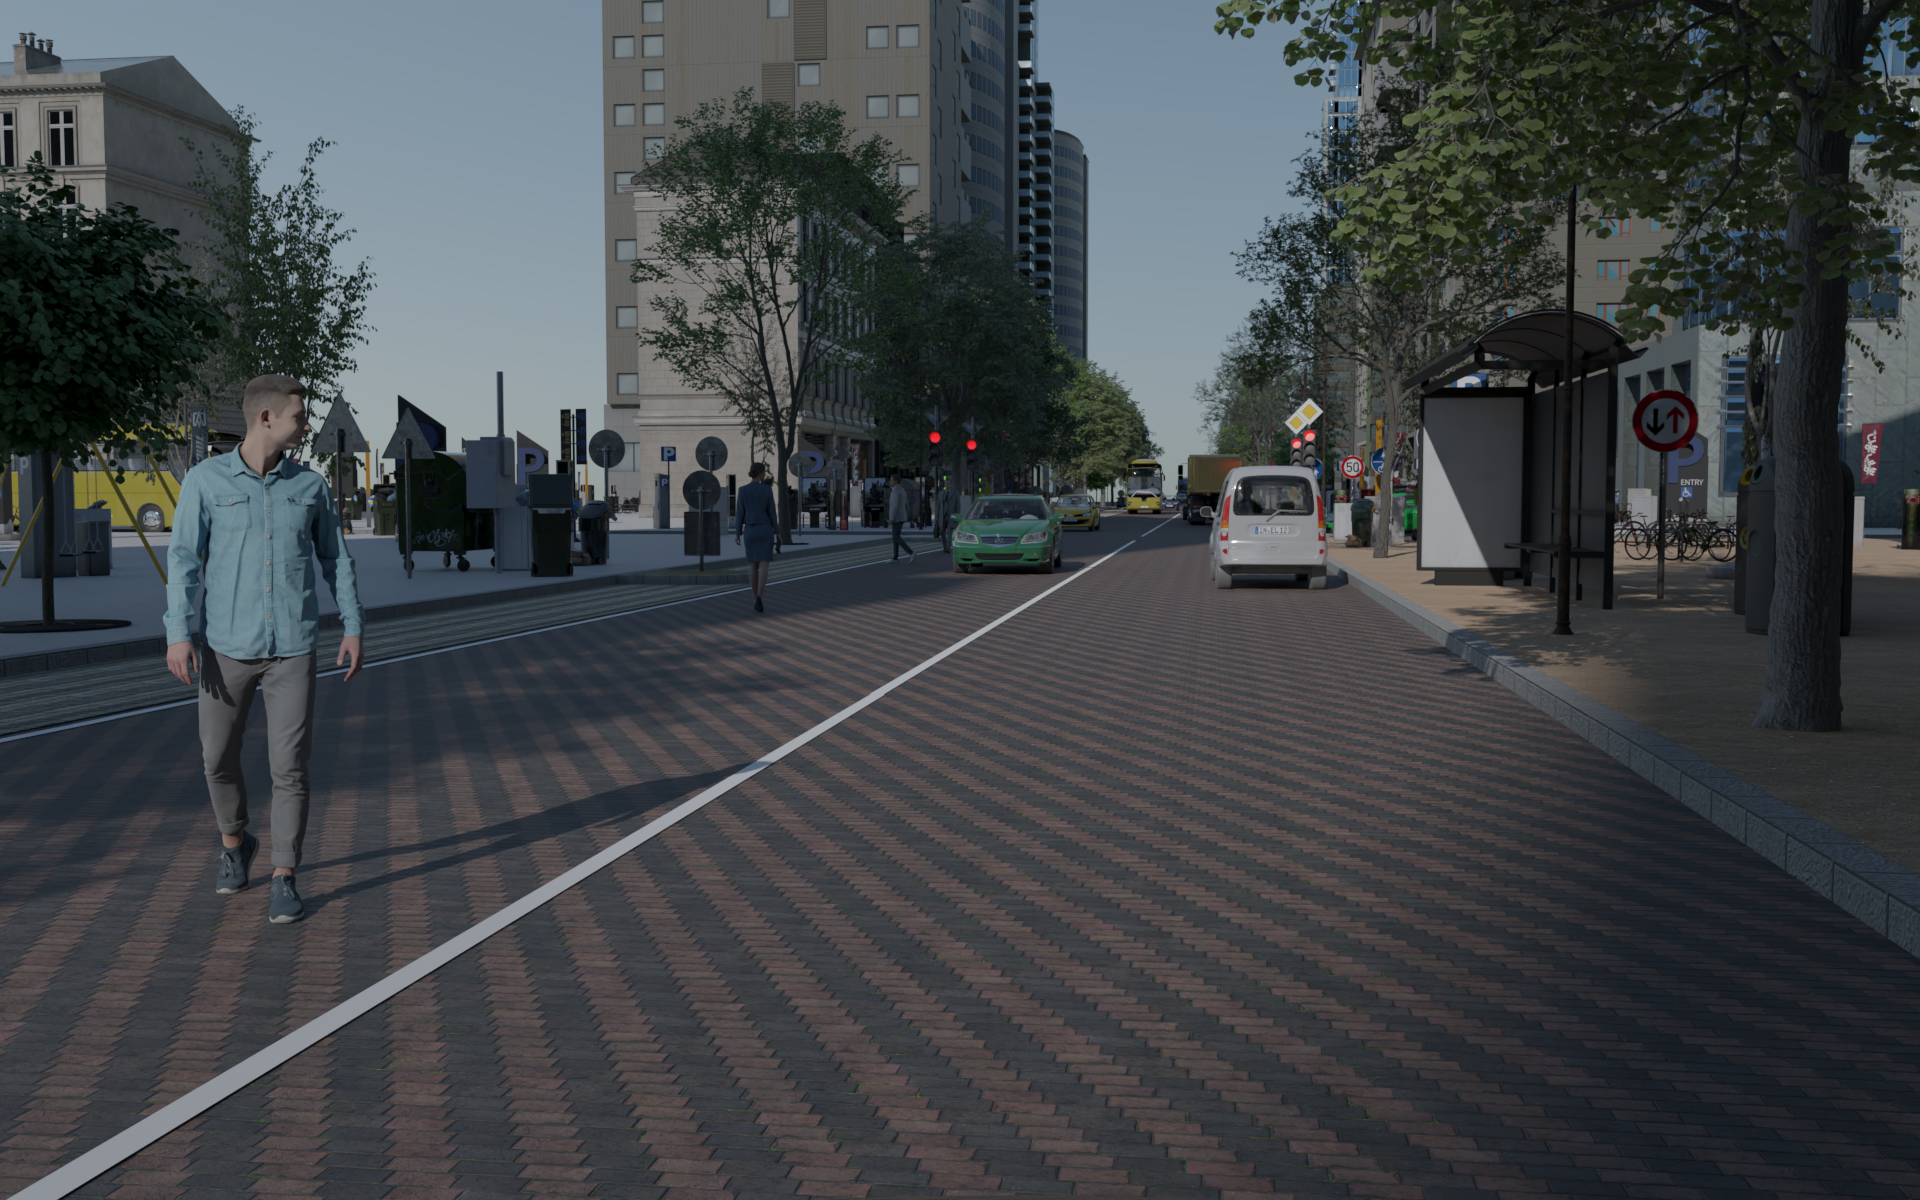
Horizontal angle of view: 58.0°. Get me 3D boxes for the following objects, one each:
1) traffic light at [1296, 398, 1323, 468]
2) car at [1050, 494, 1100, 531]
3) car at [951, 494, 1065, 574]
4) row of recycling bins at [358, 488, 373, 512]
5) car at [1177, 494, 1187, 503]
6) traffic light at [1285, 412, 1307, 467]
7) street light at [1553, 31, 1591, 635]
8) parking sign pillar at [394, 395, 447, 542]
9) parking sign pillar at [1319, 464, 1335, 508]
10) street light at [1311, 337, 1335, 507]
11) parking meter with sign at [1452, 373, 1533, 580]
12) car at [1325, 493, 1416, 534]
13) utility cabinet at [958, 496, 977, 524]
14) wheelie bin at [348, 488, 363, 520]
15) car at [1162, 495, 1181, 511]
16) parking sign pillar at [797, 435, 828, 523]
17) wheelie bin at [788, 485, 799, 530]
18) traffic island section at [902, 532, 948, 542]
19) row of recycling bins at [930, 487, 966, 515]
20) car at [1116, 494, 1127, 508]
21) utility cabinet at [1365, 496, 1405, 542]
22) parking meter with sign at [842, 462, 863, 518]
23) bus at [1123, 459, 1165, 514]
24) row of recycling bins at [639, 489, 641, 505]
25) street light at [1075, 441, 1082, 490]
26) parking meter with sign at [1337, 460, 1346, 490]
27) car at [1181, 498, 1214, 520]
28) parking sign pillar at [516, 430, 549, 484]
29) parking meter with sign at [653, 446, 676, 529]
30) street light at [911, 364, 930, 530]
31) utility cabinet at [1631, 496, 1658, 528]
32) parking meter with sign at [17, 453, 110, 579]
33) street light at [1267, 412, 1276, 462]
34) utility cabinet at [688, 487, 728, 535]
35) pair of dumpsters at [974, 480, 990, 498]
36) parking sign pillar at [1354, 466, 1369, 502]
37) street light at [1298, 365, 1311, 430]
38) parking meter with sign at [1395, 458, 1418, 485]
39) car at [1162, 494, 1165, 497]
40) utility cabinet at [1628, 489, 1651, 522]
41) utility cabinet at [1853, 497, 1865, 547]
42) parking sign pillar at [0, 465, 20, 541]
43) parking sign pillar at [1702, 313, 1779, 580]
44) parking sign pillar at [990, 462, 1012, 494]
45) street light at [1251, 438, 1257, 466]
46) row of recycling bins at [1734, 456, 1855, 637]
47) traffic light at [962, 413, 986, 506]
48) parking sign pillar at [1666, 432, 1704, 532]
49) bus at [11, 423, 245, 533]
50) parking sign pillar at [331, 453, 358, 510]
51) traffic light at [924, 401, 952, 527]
[{"bbox_3d":[10.209,-3.785,50.811,0.839,4.253,0.868,1,4,8],"label":"traffic light"},{"bbox_3d":[4.504,-3.513,67.661,2.015,1.641,3.980,1,4,10],"label":"car"},{"bbox_3d":[0.951,-1.281,32.737,2.131,1.459,4.920,0,4,6],"label":"car"},{"bbox_3d":[-44.266,-7.273,126.024,1.069,1.692,3.534,3,5,43],"label":"row of recycling bins"},{"bbox_3d":[33.567,-15.391,261.870,2.015,1.641,3.980,1,4,9],"label":"car"},{"bbox_3d":[11.363,-4.269,58.713,0.839,4.253,0.868,1,4,8],"label":"traffic light"},{"bbox_3d":[5.517,-2.623,15.668,0.468,5.910,1.993,1,4,8],"label":"street light"},{"bbox_3d":[-14.602,-3.576,46.933,1.447,3.967,1.447,0,4,4],"label":"parking sign pillar"},{"bbox_3d":[19.210,-6.331,91.979,1.447,3.967,1.447,0,4,3],"label":"parking sign pillar"},{"bbox_3d":[10.599,-4.746,50.387,0.468,5.910,1.993,1,4,8],"label":"street light"},{"bbox_3d":[7.984,-1.807,25.808,0.543,3.016,1.738,3,5,44],"label":"parking meter with sign"},{"bbox_3d":[13.640,-2.775,54.159,4.718,1.807,1.959,1,4,9],"label":"car"},{"bbox_3d":[0.220,-3.815,73.533,1.020,1.237,0.306,2,4,32],"label":"utility cabinet"},{"bbox_3d":[-29.734,-4.716,85.017,0.980,1.594,0.693,3,5,42],"label":"wheelie bin"},{"bbox_3d":[18.114,-8.390,149.751,1.945,1.354,3.894,0,4,7],"label":"car"},{"bbox_3d":[-6.685,-5.502,78.433,1.447,3.967,1.447,-1,4,-11],"label":"parking sign pillar"},{"bbox_3d":[-6.145,-3.354,62.752,0.693,1.594,0.980,0,4,1],"label":"wheelie bin"},{"bbox_3d":[-0.728,-1.850,52.523,2.009,0.180,2.903,1,4,8],"label":"traffic island section"},{"bbox_3d":[-0.862,-6.171,108.004,1.069,1.692,3.534,3,4,36],"label":"row of recycling bins"},{"bbox_3d":[15.765,-9.475,163.718,1.959,1.807,4.718,1,4,9],"label":"car"},{"bbox_3d":[11.368,-2.154,46.379,1.020,1.237,0.306,0,4,3],"label":"utility cabinet"},{"bbox_3d":[-5.556,-5.969,93.849,1.738,3.016,0.543,-2,4,-23],"label":"parking meter with sign"},{"bbox_3d":[13.430,-8.211,125.799,2.896,3.916,12.252,0,4,7],"label":"bus"},{"bbox_3d":[-18.325,-5.824,102.329,1.069,1.692,3.534,-1,4,-20],"label":"row of recycling bins"},{"bbox_3d":[9.515,-10.024,136.682,0.468,5.910,1.993,1,4,8],"label":"street light"},{"bbox_3d":[19.829,-5.662,88.839,0.543,3.016,1.738,0,4,-4],"label":"parking meter with sign"},{"bbox_3d":[13.282,-5.299,96.425,2.009,1.686,4.222,1,4,8],"label":"car"},{"bbox_3d":[-17.931,-5.151,72.698,1.447,3.967,1.447,0,4,-8],"label":"parking sign pillar"},{"bbox_3d":[-11.019,-4.156,64.211,0.543,3.016,1.738,-2,4,-25],"label":"parking meter with sign"},{"bbox_3d":[-1.397,-5.446,61.830,0.468,5.910,1.993,1,4,8],"label":"street light"},{"bbox_3d":[26.056,-3.350,65.931,0.306,1.237,1.020,-1,4,-23],"label":"utility cabinet"},{"bbox_3d":[-13.981,-1.852,26.538,0.543,3.016,1.738,2,4,31],"label":"parking meter with sign"},{"bbox_3d":[17.472,-7.615,97.285,0.468,5.910,1.993,1,4,8],"label":"street light"},{"bbox_3d":[-7.729,-2.719,53.138,1.173,1.500,0.318,-1,4,-14],"label":"utility cabinet"},{"bbox_3d":[1.651,-6.168,103.345,1.574,2.255,4.437,1,4,8],"label":"pair of dumpsters"},{"bbox_3d":[28.147,-8.181,122.226,1.447,3.967,1.447,3,5,43],"label":"parking sign pillar"},{"bbox_3d":[12.374,-5.469,62.204,0.468,5.910,1.993,1,4,8],"label":"street light"},{"bbox_3d":[21.726,-5.430,85.049,0.543,3.016,1.738,-3,5,-44],"label":"parking meter with sign"},{"bbox_3d":[31.737,-16.072,272.994,2.015,1.641,3.980,0,4,7],"label":"car"},{"bbox_3d":[27.449,-3.749,69.970,0.318,1.500,1.173,-1,4,-11],"label":"utility cabinet"},{"bbox_3d":[21.418,-1.896,42.169,1.020,1.237,0.306,0,4,5],"label":"utility cabinet"},{"bbox_3d":[-26.509,-3.626,47.751,1.447,3.967,1.447,-1,4,-19],"label":"parking sign pillar"},{"bbox_3d":[12.138,-2.310,26.238,1.447,3.967,1.447,1,4,21],"label":"parking sign pillar"},{"bbox_3d":[2.310,-6.636,96.969,1.447,3.967,1.447,3,5,45],"label":"parking sign pillar"},{"bbox_3d":[23.427,-10.132,138.441,0.468,5.910,1.993,1,4,8],"label":"street light"},{"bbox_3d":[8.239,-0.610,17.094,1.069,1.692,3.534,1,4,22],"label":"row of recycling bins"},{"bbox_3d":[0.465,-4.365,60.284,0.839,4.253,0.868,1,4,8],"label":"traffic light"},{"bbox_3d":[23.971,-4.201,57.152,1.447,3.967,1.447,1,4,18],"label":"parking sign pillar"},{"bbox_3d":[-30.747,-4.255,61.114,12.252,3.916,2.896,1,4,10],"label":"bus"},{"bbox_3d":[-31.187,-6.072,87.746,1.447,3.967,1.447,1,4,17],"label":"parking sign pillar"},{"bbox_3d":[-0.690,-3.881,52.382,0.839,4.253,0.868,1,4,8],"label":"traffic light"}]
